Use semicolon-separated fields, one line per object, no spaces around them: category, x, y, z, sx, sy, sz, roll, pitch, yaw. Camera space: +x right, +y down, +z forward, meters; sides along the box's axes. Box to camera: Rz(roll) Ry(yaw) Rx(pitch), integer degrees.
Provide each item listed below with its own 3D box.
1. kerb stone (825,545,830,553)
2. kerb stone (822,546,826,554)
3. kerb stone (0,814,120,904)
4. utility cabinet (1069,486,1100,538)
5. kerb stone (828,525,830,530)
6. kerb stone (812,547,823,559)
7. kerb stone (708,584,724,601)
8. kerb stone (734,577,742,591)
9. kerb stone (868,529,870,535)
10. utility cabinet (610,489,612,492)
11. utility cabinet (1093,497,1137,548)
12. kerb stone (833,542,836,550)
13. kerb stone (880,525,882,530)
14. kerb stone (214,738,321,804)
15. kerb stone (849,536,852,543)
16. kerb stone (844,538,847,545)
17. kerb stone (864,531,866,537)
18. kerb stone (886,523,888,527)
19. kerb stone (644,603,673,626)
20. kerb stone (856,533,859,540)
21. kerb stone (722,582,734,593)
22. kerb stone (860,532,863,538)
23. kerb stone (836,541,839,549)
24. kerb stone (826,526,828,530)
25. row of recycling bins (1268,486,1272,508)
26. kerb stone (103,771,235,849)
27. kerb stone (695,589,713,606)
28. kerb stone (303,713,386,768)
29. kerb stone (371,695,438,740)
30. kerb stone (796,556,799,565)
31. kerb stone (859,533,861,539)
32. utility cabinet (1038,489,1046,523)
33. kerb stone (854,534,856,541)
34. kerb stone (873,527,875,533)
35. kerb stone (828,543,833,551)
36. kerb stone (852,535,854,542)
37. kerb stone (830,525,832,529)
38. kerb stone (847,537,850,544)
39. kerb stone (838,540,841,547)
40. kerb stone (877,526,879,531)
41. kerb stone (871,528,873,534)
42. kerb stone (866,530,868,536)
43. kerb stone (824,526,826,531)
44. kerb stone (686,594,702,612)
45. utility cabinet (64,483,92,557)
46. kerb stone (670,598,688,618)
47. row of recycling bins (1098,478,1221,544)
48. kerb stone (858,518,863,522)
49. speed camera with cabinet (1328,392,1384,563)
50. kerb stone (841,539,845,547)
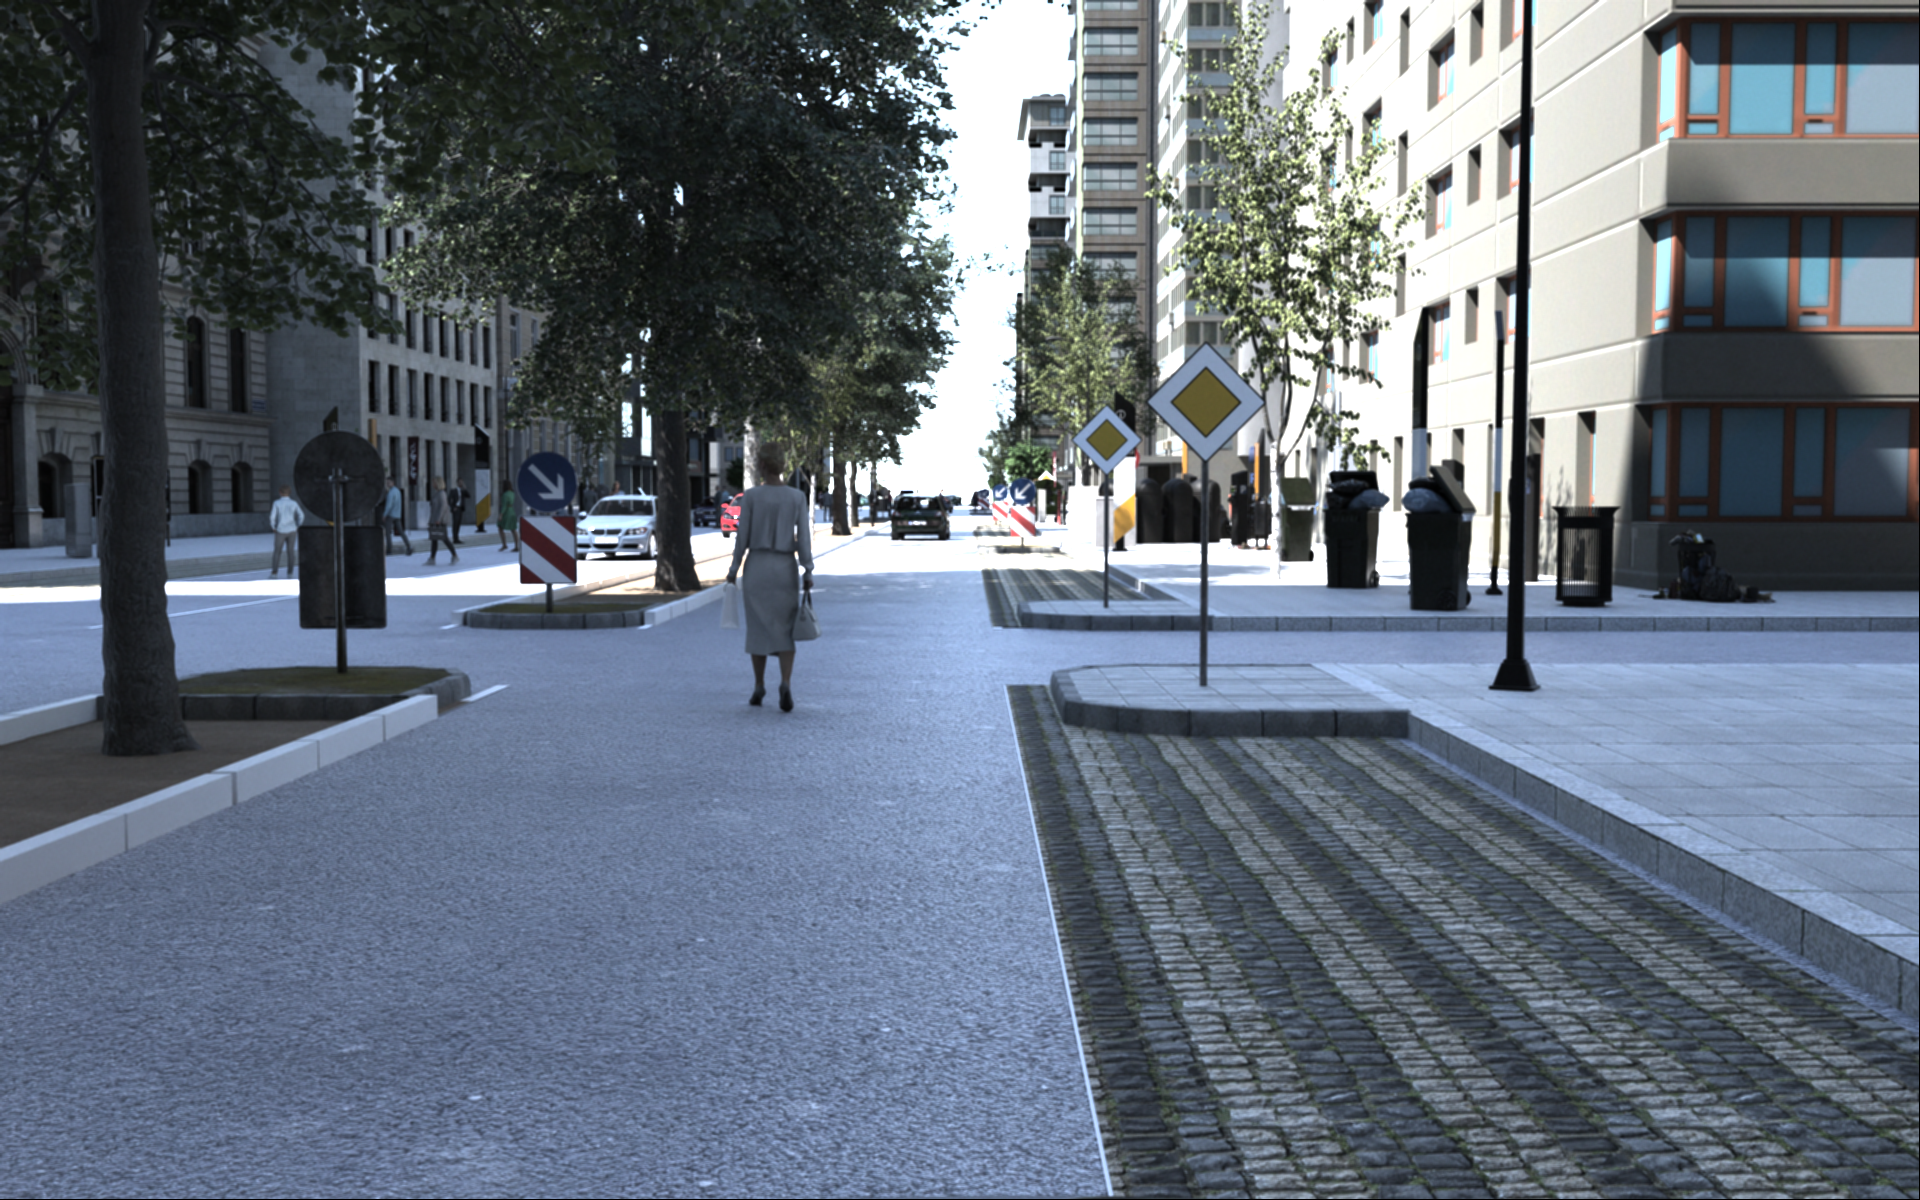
kerb stone;-3.313;-1.201;41.893;0.120;0.150;1.000;0;4;0
kerb stone;-3.319;-1.140;40.868;0.120;0.150;1.000;0;4;0
kerb stone;-3.409;0.963;6.444;0.120;0.150;1.000;0;4;0
utility cabinet;3.705;-2.490;49.391;1.173;1.500;0.318;1;4;13
kerb stone;-5.342;-2.835;68.547;0.120;0.150;1.000;0;4;0
kerb stone;-3.314;-1.071;39.847;0.120;0.150;1.000;0;4;0
kerb stone;-3.361;-0.077;23.460;0.120;0.150;1.000;0;4;0
kerb stone;-3.358;-0.203;25.507;0.120;0.150;1.000;0;4;0
kerb stone;-3.270;-2.271;59.332;0.120;0.150;1.000;0;4;0
utility cabinet;-16.084;-4.361;79.982;0.318;1.500;1.173;-1;4;-22
utility cabinet;3.700;-1.851;41.426;1.020;1.237;0.306;-1;4;-10
kerb stone;-3.308;-1.330;43.943;0.120;0.150;1.000;0;4;0
kerb stone;-3.232;-2.771;67.518;0.120;0.150;1.000;0;4;0
kerb stone;-3.400;0.837;8.504;0.120;0.150;1.000;0;4;0
kerb stone;-3.293;-1.705;50.096;0.120;0.150;1.000;0;4;0
kerb stone;-3.298;-1.581;48.046;0.120;0.150;1.000;0;4;0
kerb stone;-3.265;-2.136;57.272;0.120;0.150;1.000;0;4;0
kerb stone;-3.221;-3.085;72.643;0.120;0.150;1.000;0;4;0
kerb stone;-3.378;0.174;19.357;0.120;0.150;1.000;0;4;0
kerb stone;-3.278;-1.894;53.178;0.120;0.150;1.000;0;4;0
kerb stone;-3.360;-0.140;24.485;0.120;0.150;1.000;0;4;0
kerb stone;-3.267;-2.020;55.228;0.120;0.150;1.000;0;4;0
kerb stone;-3.303;-1.390;44.965;0.120;0.150;1.000;0;4;0
kerb stone;-5.340;-2.771;67.525;0.120;0.150;1.000;0;4;0
row of recycling bins;12.150;-3.136;58.386;3.534;1.692;1.069;1;4;19
kerb stone;-3.411;0.904;7.473;0.120;0.150;1.000;0;4;0
kerb stone;-3.363;-0.012;22.436;0.120;0.150;1.000;0;4;0
kerb stone;-3.402;0.775;9.532;0.120;0.150;1.000;0;4;0
kerb stone;-3.400;0.711;10.566;0.120;0.150;1.000;0;4;0
kerb stone;-3.325;-0.890;36.778;0.120;0.150;1.000;0;4;0
kerb stone;-3.276;-1.954;54.206;0.120;0.150;1.000;0;4;0
utility cabinet;3.635;-4.152;76.570;0.318;1.500;1.173;0;4;0
kerb stone;-3.288;-1.832;52.148;0.120;0.150;1.000;0;4;0
kerb stone;-3.255;-2.459;62.401;0.120;0.150;1.000;0;4;0
kerb stone;-3.308;-1.268;42.921;0.120;0.150;1.000;0;4;0
kerb stone;-3.285;-1.766;51.126;0.120;0.150;1.000;0;4;0
kerb stone;-5.328;-2.897;69.569;0.120;0.150;1.000;0;4;0
kerb stone;-3.290;-1.644;49.068;0.120;0.150;1.000;0;4;0
kerb stone;-3.310;-1.455;45.987;0.120;0.150;1.000;0;4;0
kerb stone;-3.248;-2.647;65.467;0.120;0.150;1.000;0;4;0
kerb stone;-3.252;-2.388;61.379;0.120;0.150;1.000;0;4;0
kerb stone;-3.266;-2.208;58.303;0.120;0.150;1.000;0;4;0
kerb stone;-5.346;-2.707;66.495;0.120;0.150;1.000;0;4;0
kerb stone;-3.359;0.056;21.414;0.120;0.150;1.000;0;4;0
utility cabinet;-17.894;-1.616;35.106;0.318;1.500;1.173;-3;4;-36
kerb stone;-3.369;0.111;20.385;0.120;0.150;1.000;0;4;0
row of recycling bins;5.269;-2.334;45.272;3.534;1.692;1.069;-2;4;-25
kerb stone;-5.273;-4.338;93.125;0.120;0.150;1.000;0;4;0
speed camera with cabinet;7.526;-2.358;32.892;0.660;3.252;2.038;0;4;-1
kerb stone;-3.292;-1.518;47.017;0.120;0.150;1.000;0;4;0
